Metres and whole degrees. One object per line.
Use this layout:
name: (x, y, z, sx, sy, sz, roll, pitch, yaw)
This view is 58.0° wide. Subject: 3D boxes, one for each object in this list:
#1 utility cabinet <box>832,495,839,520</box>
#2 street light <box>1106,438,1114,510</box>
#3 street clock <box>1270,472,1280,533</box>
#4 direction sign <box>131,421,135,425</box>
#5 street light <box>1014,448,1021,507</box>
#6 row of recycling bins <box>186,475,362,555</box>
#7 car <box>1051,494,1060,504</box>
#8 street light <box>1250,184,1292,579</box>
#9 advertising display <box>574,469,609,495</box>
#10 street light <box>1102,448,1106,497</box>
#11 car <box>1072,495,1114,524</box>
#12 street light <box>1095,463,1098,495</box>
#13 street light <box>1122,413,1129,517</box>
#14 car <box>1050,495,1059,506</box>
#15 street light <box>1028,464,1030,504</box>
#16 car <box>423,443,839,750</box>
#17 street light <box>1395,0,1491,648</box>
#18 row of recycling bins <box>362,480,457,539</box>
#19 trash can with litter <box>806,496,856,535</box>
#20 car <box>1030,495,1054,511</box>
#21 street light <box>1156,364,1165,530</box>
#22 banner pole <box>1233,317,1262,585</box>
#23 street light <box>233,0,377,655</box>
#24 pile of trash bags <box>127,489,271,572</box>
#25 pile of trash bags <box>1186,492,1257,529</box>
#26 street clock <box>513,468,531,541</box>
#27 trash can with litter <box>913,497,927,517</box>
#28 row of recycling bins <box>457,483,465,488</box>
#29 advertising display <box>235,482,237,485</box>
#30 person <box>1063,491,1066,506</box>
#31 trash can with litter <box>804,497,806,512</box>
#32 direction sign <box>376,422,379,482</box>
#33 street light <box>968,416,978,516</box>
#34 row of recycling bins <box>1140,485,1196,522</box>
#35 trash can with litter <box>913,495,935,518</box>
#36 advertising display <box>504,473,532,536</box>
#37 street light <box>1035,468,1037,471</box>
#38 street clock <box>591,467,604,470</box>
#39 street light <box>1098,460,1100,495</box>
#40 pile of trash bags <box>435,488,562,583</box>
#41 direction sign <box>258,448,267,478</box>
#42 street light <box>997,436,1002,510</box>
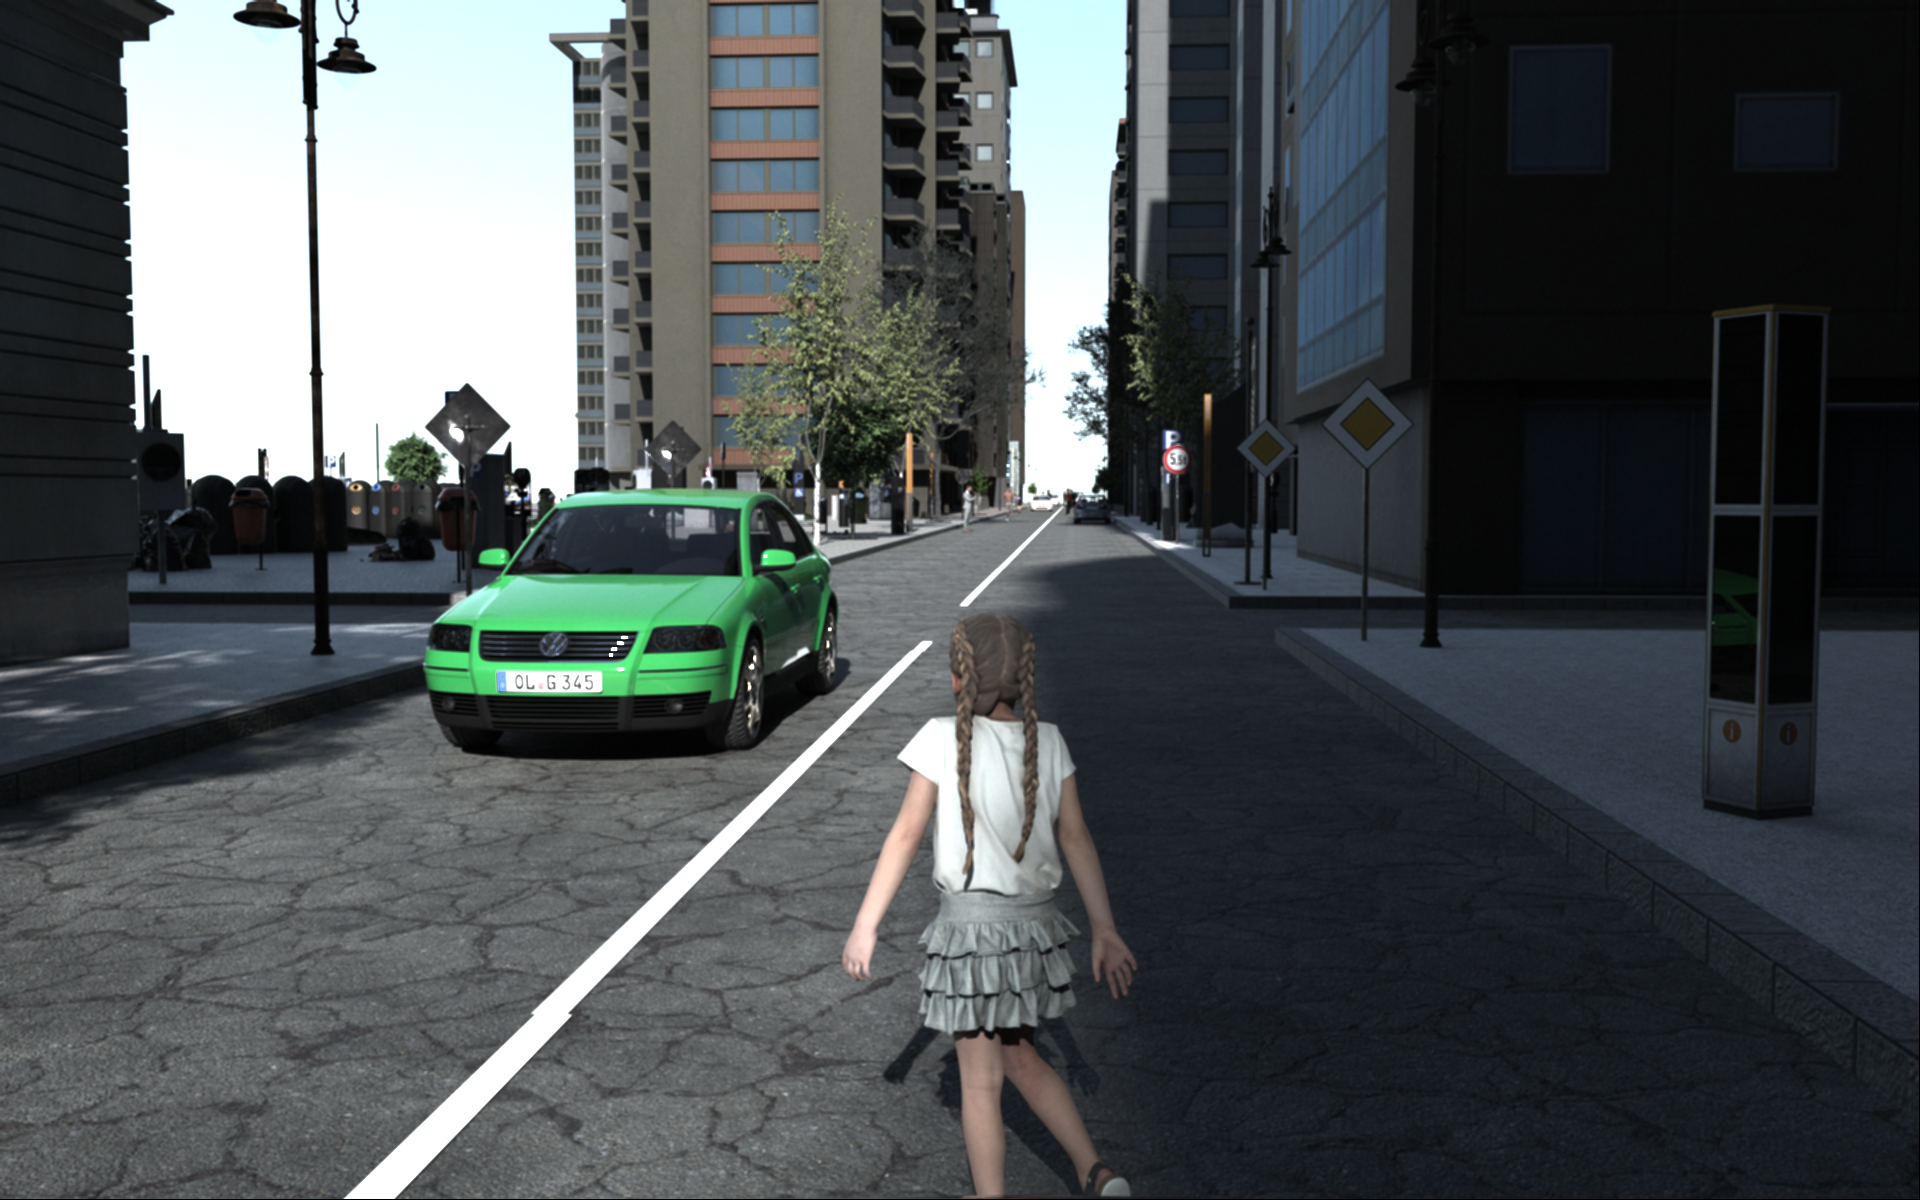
utility cabinet: (-6.052, -4.640, 87.025, 0.306, 1.237, 1.020, 2, 4, 28)
street light: (12.126, -10.098, 137.888, 0.468, 5.910, 1.993, 0, 4, 4)
street clock: (10.253, -3.178, 56.531, 0.358, 2.002, 0.471, -1, 4, -11)
direction sign: (-24.034, -3.552, 50.068, 0.379, 3.537, 0.876, 0, 3, 0)
street light: (5.521, -12.169, 171.751, 0.468, 5.910, 1.993, 0, 4, 4)
row of recycling bins: (-15.000, -1.880, 37.844, 1.069, 1.692, 3.534, 3, 4, 36)
car: (13.776, -14.906, 255.505, 2.131, 1.459, 4.920, 0, 4, 2)
street light: (4.672, -3.267, 26.201, 0.468, 5.910, 1.993, 0, 4, 4)
advertising display: (-9.663, -2.462, 45.473, 0.974, 1.923, 0.123, -3, 5, -41)
street light: (14.583, -12.294, 173.799, 0.468, 5.910, 1.993, 0, 4, 4)
car: (6.454, -4.419, 84.261, 2.014, 1.417, 4.499, 0, 4, 6)
street light: (17.720, -15.208, 221.434, 0.468, 5.910, 1.993, 0, 4, 4)
street light: (9.783, -7.924, 102.342, 0.468, 5.910, 1.993, 0, 4, 4)
car: (11.393, -12.425, 215.513, 2.083, 1.381, 4.827, 0, 4, 5)
street light: (8.732, -15.088, 219.476, 0.468, 5.910, 1.993, 0, 4, 4)
car: (-1.911, -0.144, 11.145, 1.959, 1.807, 4.718, 0, 4, 5)
street light: (3.956, -2.544, 14.375, 0.468, 5.910, 1.993, 0, 4, 4)
row of recycling bins: (-16.399, -2.638, 50.246, 3.534, 1.692, 1.069, 2, 4, 28)
trash can with litter: (-4.054, -2.676, 54.803, 2.233, 1.210, 1.678, -3, 5, -43)
car: (6.915, -8.207, 146.546, 2.083, 1.381, 4.827, 0, 4, 3)
street light: (7.116, -5.448, 61.860, 0.468, 5.910, 1.993, 0, 4, 4)
banner pole: (4.085, -2.098, 24.320, 0.401, 3.779, 0.863, 0, 4, 2)
street light: (-5.114, -2.503, 13.719, 0.468, 5.910, 1.993, 0, 4, 4)
pile of trash bags: (-13.244, -1.201, 29.386, 3.447, 1.369, 1.912, 1, 4, 14)
pile of trash bags: (9.913, -3.339, 64.338, 1.912, 1.369, 3.447, -2, 4, -26)
street clock: (-12.089, -2.648, 47.863, 0.358, 2.002, 0.471, 2, 4, 28)
trash can with litter: (-2.267, -5.160, 95.754, 1.055, 1.170, 0.624, 0, 4, 0)
row of recycling bins: (-18.410, -3.451, 63.536, 1.069, 1.692, 3.534, 0, 4, 7)
advertising display: (-38.446, -5.380, 93.175, 0.974, 1.923, 0.123, -3, 5, -39)
person: (12.589, -12.207, 208.108, 0.705, 1.821, 1.348, 1, 4, 13)
trash can with litter: (-8.759, -5.025, 93.548, 0.624, 1.170, 1.055, -3, 4, -37)
direction sign: (-18.545, -3.865, 55.194, 0.379, 3.537, 0.876, -1, 4, -16)
street light: (0.752, -7.802, 100.349, 0.468, 5.910, 1.993, 0, 4, 4)
row of recycling bins: (9.778, -4.383, 78.779, 3.534, 1.692, 1.069, 3, 4, 36)
trash can with litter: (-1.851, -4.922, 91.526, 2.233, 1.210, 1.678, -2, 4, -25)
advertising display: (-13.623, -2.936, 53.217, 0.123, 1.923, 0.974, 3, 5, 45)
street light: (11.162, -17.262, 255.016, 0.468, 5.910, 1.993, 0, 4, 4)
street clock: (-9.826, -2.596, 47.017, 0.358, 2.002, 0.471, 1, 4, 17)
street light: (15.381, -13.034, 185.888, 0.468, 5.910, 1.993, 0, 4, 4)
pile of trash bags: (-6.001, -0.979, 25.755, 3.447, 1.369, 1.912, -1, 4, -17)
direction sign: (-34.416, -5.720, 85.523, 0.379, 3.537, 0.876, 0, 4, 5)
street light: (3.138, -9.995, 136.208, 0.468, 5.910, 1.993, 0, 4, 4)
